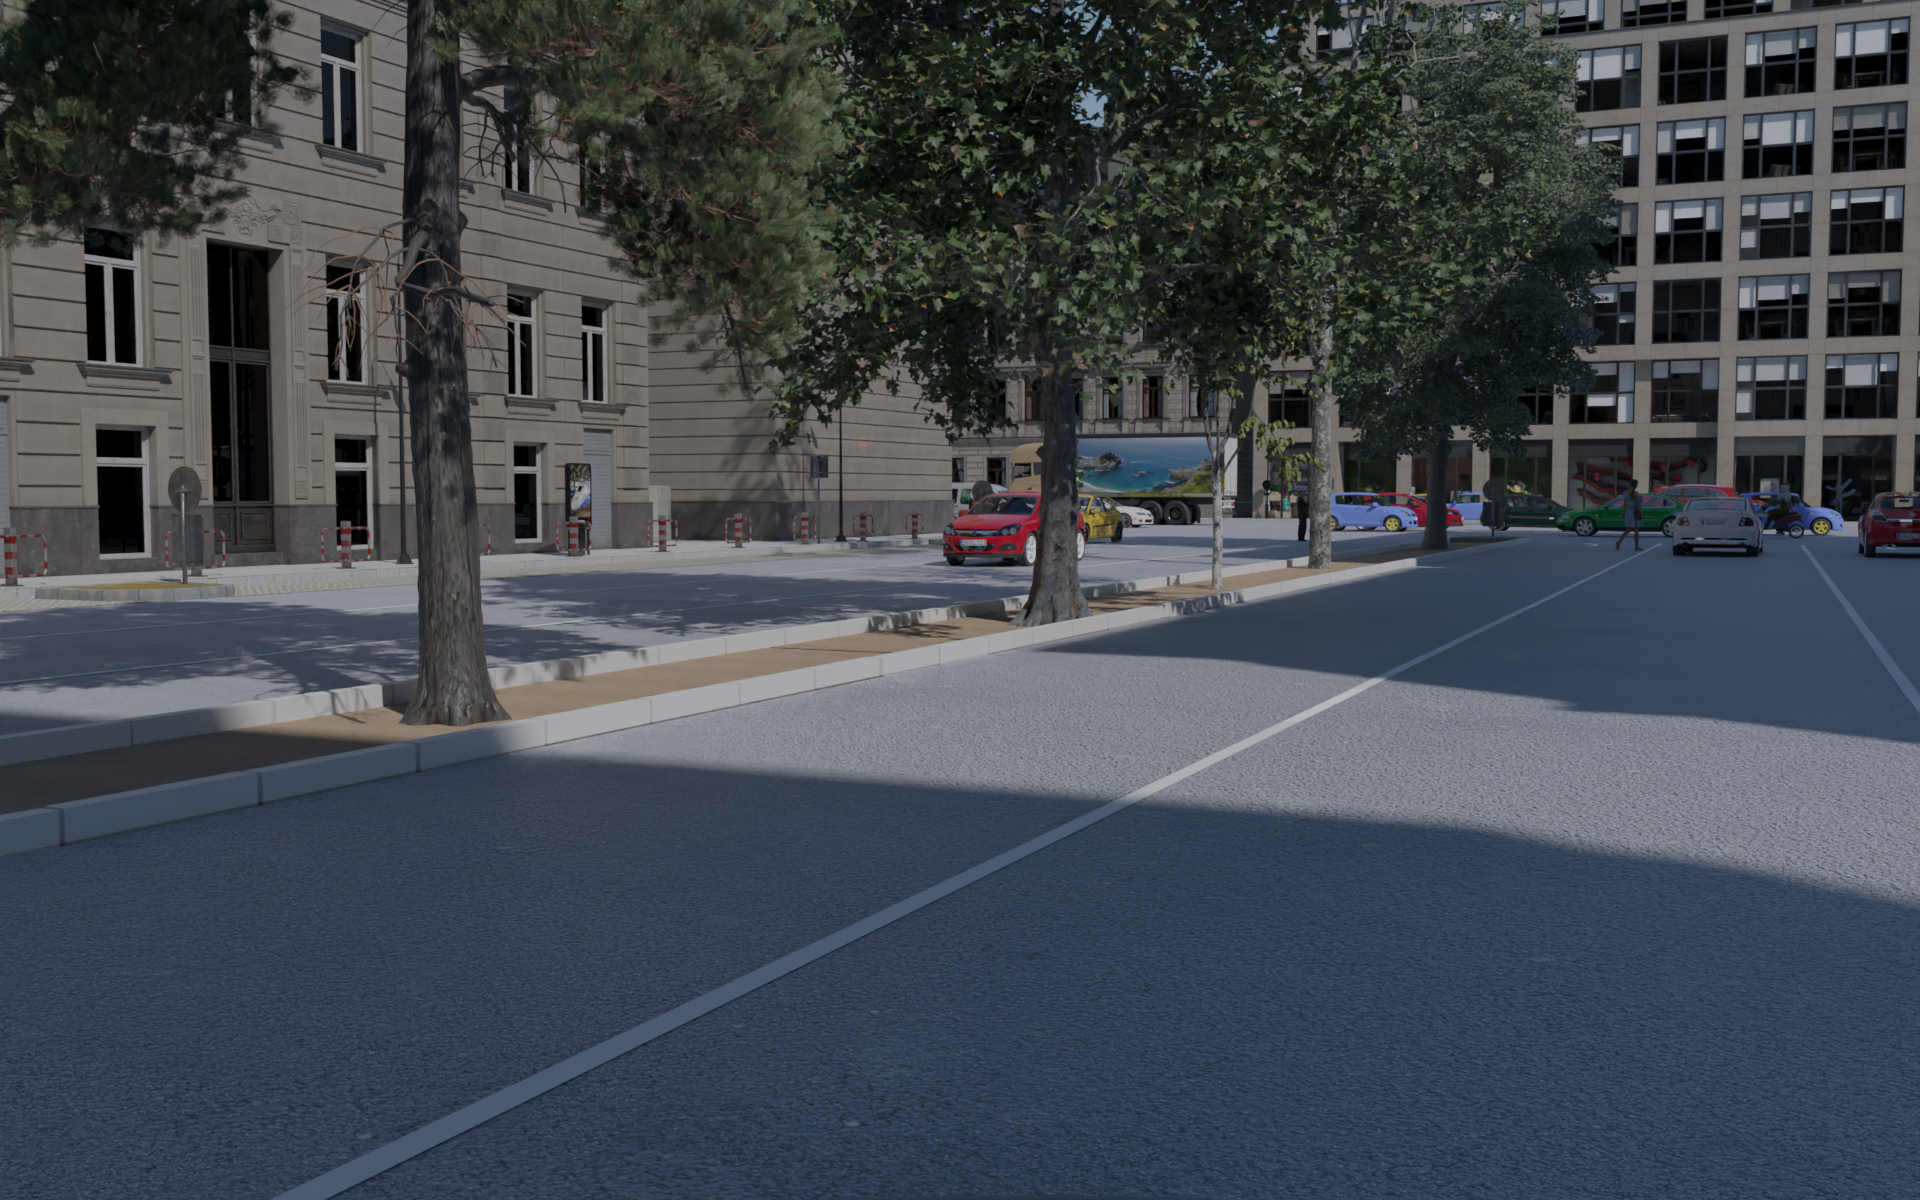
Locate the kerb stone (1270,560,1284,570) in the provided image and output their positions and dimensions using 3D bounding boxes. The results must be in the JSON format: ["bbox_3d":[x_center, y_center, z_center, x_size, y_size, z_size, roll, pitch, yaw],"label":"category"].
[{"bbox_3d":[5.894,-0.641,32.738,0.120,0.150,1.000,2,4,25],"label":"kerb stone"}]

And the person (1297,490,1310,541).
[{"bbox_3d":[10.451,-2.568,52.751,0.388,1.546,0.482,1,4,12],"label":"person"}]

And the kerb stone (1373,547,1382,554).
[{"bbox_3d":[9.816,-1.161,41.171,0.120,0.150,1.000,2,4,25],"label":"kerb stone"}]

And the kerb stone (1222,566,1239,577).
[{"bbox_3d":[4.588,-0.471,29.933,0.120,0.150,1.000,2,4,25],"label":"kerb stone"}]

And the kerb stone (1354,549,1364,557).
[{"bbox_3d":[8.942,-1.047,39.307,0.120,0.150,1.000,2,4,25],"label":"kerb stone"}]

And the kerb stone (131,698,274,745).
[{"bbox_3d":[-4.533,0.729,10.303,0.120,0.150,1.000,2,4,25],"label":"kerb stone"}]

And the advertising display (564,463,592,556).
[{"bbox_3d":[-7.930,-1.884,36.013,0.123,1.923,0.974,1,4,15],"label":"advertising display"}]

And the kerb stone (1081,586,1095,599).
[{"bbox_3d":[1.554,-0.073,23.395,0.120,0.150,1.000,2,4,25],"label":"kerb stone"}]

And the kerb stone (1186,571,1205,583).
[{"bbox_3d":[3.723,-0.359,28.058,0.120,0.150,1.000,2,4,25],"label":"kerb stone"}]

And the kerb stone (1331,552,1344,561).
[{"bbox_3d":[8.070,-0.929,37.417,0.120,0.150,1.000,2,4,25],"label":"kerb stone"}]

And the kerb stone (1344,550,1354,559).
[{"bbox_3d":[8.500,-0.987,38.362,0.120,0.150,1.000,2,4,25],"label":"kerb stone"}]

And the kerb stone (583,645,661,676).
[{"bbox_3d":[-2.785,0.499,14.036,0.120,0.150,1.000,2,4,25],"label":"kerb stone"}]

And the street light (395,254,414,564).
[{"bbox_3d":[-9.714,-3.599,31.381,1.470,5.913,1.316,2,4,25],"label":"street light"}]

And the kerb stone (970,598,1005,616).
[{"bbox_3d":[0.248,0.099,20.593,0.120,0.150,1.000,2,4,25],"label":"kerb stone"}]

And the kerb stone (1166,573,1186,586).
[{"bbox_3d":[3.283,-0.302,27.129,0.120,0.150,1.000,2,4,25],"label":"kerb stone"}]

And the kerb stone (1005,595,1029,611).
[{"bbox_3d":[0.690,0.041,21.529,0.120,0.150,1.000,2,4,25],"label":"kerb stone"}]

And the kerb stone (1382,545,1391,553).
[{"bbox_3d":[10.247,-1.214,42.104,0.120,0.150,1.000,2,4,25],"label":"kerb stone"}]

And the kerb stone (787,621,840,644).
[{"bbox_3d":[-1.484,0.327,16.842,0.120,0.150,1.000,2,4,25],"label":"kerb stone"}]

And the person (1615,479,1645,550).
[{"bbox_3d":[16.968,-2.147,43.706,0.778,1.811,0.616,-1,4,-17],"label":"person"}]

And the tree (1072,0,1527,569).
[{"bbox_3d":[6.119,-10.727,33.731,12.611,20.169,13.585,0,3,0],"label":"tree"}]

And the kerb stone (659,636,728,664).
[{"bbox_3d":[-2.355,0.442,14.974,0.120,0.150,1.000,2,4,25],"label":"kerb stone"}]

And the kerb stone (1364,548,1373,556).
[{"bbox_3d":[9.377,-1.104,40.238,0.120,0.150,1.000,2,4,25],"label":"kerb stone"}]

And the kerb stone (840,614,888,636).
[{"bbox_3d":[-1.052,0.273,17.783,0.120,0.150,1.000,2,4,25],"label":"kerb stone"}]

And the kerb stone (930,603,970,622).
[{"bbox_3d":[-0.182,0.159,19.654,0.120,0.150,1.000,2,4,25],"label":"kerb stone"}]

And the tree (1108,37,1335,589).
[{"bbox_3d":[3.786,-4.443,25.458,4.737,8.622,4.395,0,3,0],"label":"tree"}]

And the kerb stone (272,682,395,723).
[{"bbox_3d":[-4.092,0.670,11.238,0.120,0.150,1.000,2,4,25],"label":"kerb stone"}]

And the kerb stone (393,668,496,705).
[{"bbox_3d":[-3.661,0.613,12.171,0.120,0.150,1.000,2,4,25],"label":"kerb stone"}]

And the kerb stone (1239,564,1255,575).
[{"bbox_3d":[5.020,-0.529,30.869,0.120,0.150,1.000,2,4,25],"label":"kerb stone"}]

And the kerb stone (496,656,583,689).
[{"bbox_3d":[-3.226,0.556,13.102,0.120,0.150,1.000,2,4,25],"label":"kerb stone"}]

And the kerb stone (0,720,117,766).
[{"bbox_3d":[-4.956,0.785,9.367,0.120,0.150,1.000,2,4,25],"label":"kerb stone"}]

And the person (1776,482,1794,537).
[{"bbox_3d":[27.627,-3.033,58.110,0.660,1.820,0.620,-2,4,-34],"label":"person"}]

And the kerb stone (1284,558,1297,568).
[{"bbox_3d":[6.326,-0.702,33.679,0.120,0.150,1.000,2,4,25],"label":"kerb stone"}]

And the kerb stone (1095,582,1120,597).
[{"bbox_3d":[1.993,-0.130,24.328,0.120,0.150,1.000,2,4,25],"label":"kerb stone"}]

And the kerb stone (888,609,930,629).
[{"bbox_3d":[-0.619,0.212,18.724,0.120,0.150,1.000,2,4,25],"label":"kerb stone"}]

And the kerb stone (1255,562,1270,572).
[{"bbox_3d":[5.455,-0.587,31.804,0.120,0.150,1.000,2,4,25],"label":"kerb stone"}]

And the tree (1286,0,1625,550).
[{"bbox_3d":[12.218,-8.259,44.142,9.857,13.997,8.962,0,3,0],"label":"tree"}]

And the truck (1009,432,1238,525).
[{"bbox_3d":[7.245,-5.655,81.377,11.283,4.237,2.839,2,4,24],"label":"truck"}]

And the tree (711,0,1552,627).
[{"bbox_3d":[1.104,-6.062,18.572,9.611,12.733,9.660,0,3,0],"label":"tree"}]

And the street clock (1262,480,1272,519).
[{"bbox_3d":[15.914,-5.212,89.793,0.471,2.002,0.358,1,4,19],"label":"street clock"}]

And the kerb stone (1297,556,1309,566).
[{"bbox_3d":[6.767,-0.755,34.610,0.120,0.150,1.000,2,4,25],"label":"kerb stone"}]

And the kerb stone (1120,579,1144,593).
[{"bbox_3d":[2.422,-0.187,25.262,0.120,0.150,1.000,2,4,25],"label":"kerb stone"}]

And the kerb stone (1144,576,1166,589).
[{"bbox_3d":[2.856,-0.240,26.194,0.120,0.150,1.000,2,4,25],"label":"kerb stone"}]

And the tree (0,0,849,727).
[{"bbox_3d":[-3.263,-5.264,10.585,6.751,12.117,7.091,0,3,0],"label":"tree"}]

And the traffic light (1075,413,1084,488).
[{"bbox_3d":[3.592,-4.136,56.543,0.839,4.253,0.868,2,4,25],"label":"traffic light"}]

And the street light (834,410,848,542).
[{"bbox_3d":[-2.717,-4.509,46.271,1.470,5.913,1.316,2,4,25],"label":"street light"}]

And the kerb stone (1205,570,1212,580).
[{"bbox_3d":[4.148,-0.413,28.994,0.120,0.150,1.000,2,4,25],"label":"kerb stone"}]

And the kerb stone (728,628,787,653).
[{"bbox_3d":[-1.922,0.384,15.912,0.120,0.150,1.000,2,4,25],"label":"kerb stone"}]
